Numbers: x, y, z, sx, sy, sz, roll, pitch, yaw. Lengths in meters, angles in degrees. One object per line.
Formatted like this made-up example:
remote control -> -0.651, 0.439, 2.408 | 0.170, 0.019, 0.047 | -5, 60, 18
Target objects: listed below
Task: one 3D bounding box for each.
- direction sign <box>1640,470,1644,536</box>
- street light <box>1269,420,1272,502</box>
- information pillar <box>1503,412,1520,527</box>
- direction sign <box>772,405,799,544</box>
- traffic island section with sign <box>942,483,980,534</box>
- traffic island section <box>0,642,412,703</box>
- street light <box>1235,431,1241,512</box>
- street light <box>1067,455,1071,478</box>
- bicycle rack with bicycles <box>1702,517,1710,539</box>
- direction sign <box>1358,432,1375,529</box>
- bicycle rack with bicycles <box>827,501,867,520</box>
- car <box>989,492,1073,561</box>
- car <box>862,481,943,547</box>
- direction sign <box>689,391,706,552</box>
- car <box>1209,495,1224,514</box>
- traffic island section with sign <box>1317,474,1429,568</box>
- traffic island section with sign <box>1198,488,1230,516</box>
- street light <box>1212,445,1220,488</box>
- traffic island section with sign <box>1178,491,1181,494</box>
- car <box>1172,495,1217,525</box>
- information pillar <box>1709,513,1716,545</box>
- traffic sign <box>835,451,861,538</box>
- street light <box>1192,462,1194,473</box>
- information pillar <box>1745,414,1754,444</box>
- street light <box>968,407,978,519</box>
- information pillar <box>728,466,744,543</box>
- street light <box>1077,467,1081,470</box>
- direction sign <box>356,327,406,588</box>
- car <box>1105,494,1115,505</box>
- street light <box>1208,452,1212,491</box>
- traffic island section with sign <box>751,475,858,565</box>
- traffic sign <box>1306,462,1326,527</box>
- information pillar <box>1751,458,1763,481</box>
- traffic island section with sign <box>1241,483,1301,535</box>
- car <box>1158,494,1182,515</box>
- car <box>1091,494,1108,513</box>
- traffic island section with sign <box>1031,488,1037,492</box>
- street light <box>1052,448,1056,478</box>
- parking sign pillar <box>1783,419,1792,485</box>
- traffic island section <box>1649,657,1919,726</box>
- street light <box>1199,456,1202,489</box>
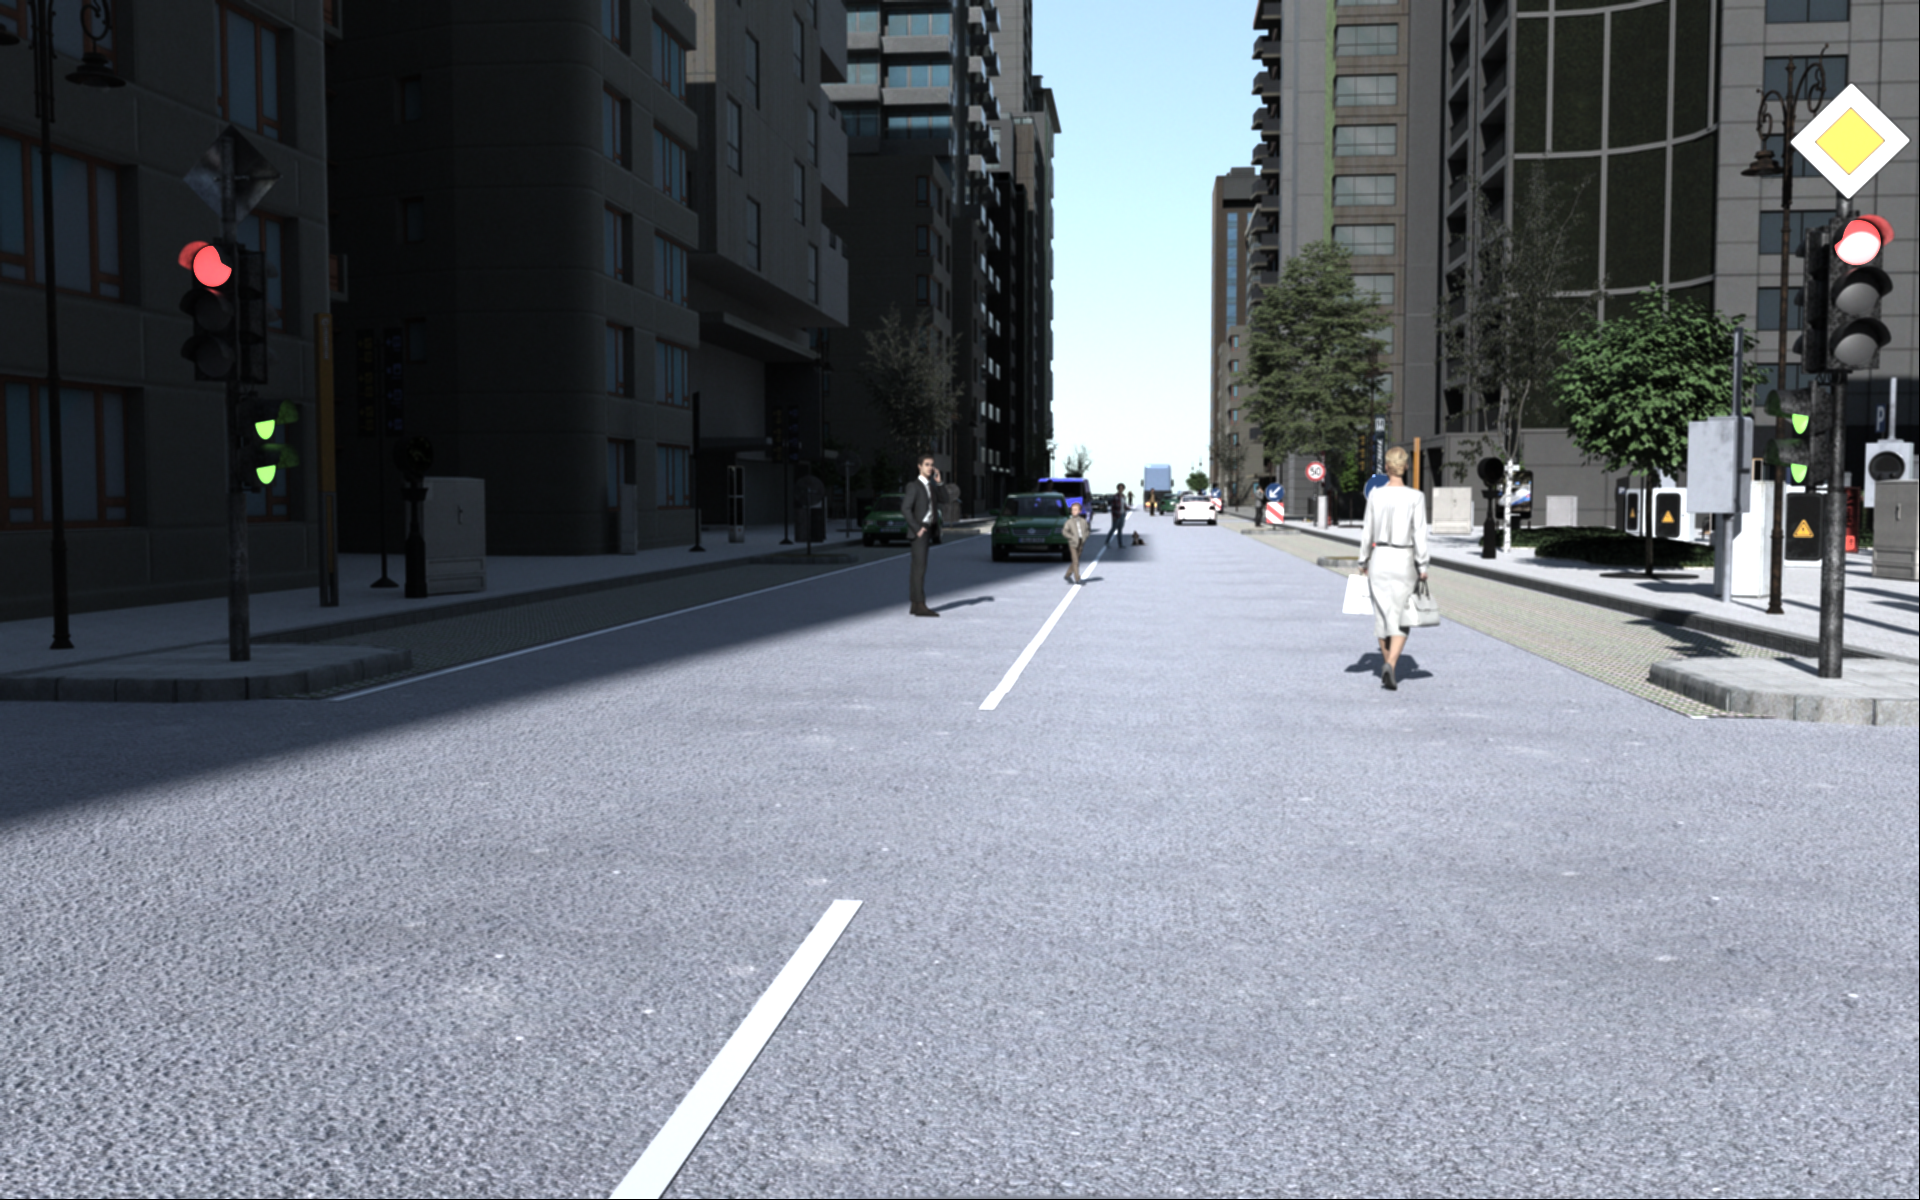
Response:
direction sign -> 18.938, -3.428, 48.052 | 0.379, 3.537, 0.876 | 3, 4, 36
street light -> 16.793, -7.386, 93.550 | 0.468, 5.910, 1.993 | 0, 4, 6
information pillar -> 15.706, -3.546, 49.332 | 0.183, 3.616, 0.504 | -2, 4, -31
direction sign -> -4.448, -3.196, 44.246 | 0.876, 3.537, 0.379 | 2, 4, 35
traffic island section with sign -> -0.302, -3.322, 62.939 | 1.989, 1.847, 2.006 | 0, 4, 6
traffic island section -> -5.567, 0.546, 13.356 | 2.009, 0.180, 2.903 | 0, 4, 6
street light -> 20.365, -9.446, 127.227 | 0.468, 5.910, 1.993 | 0, 4, 6
street light -> 12.922, -14.274, 206.162 | 0.468, 5.910, 1.993 | 0, 4, 6
bicycle rack with bicycles -> 22.606, -2.178, 48.990 | 2.925, 0.926, 2.852 | -2, 4, -24
direction sign -> 14.951, -4.382, 63.649 | 0.379, 3.537, 0.876 | -2, 4, -32
bicycle rack with bicycles -> -5.451, -4.558, 87.903 | 2.852, 0.926, 2.925 | -1, 4, -8
car -> 1.661, -1.803, 38.277 | 1.959, 1.807, 4.718 | 0, 4, 4
car -> -1.577, -2.417, 48.314 | 1.959, 1.807, 4.718 | 0, 4, 7
direction sign -> -5.885, -2.857, 38.704 | 0.379, 3.537, 0.876 | -1, 4, -16
car -> 17.793, -6.751, 122.961 | 1.945, 1.354, 3.894 | 0, 4, 6
traffic island section with sign -> 8.152, -1.576, 34.388 | 1.989, 1.847, 2.006 | 0, 4, 6
traffic island section with sign -> 16.285, -6.263, 111.030 | 1.989, 1.847, 2.006 | 0, 4, 6
street light -> 23.950, -11.506, 160.902 | 0.468, 5.910, 1.993 | 0, 4, 6
traffic island section with sign -> 27.918, -12.961, 220.536 | 1.989, 1.847, 2.006 | 0, 4, 6
car -> 10.946, -4.178, 80.676 | 2.083, 1.381, 4.827 | 0, 4, 5
information pillar -> 17.071, -2.105, 38.910 | 0.304, 2.012, 0.304 | -3, 5, -42
traffic sign -> -3.305, -3.106, 50.895 | 0.768, 2.556, 0.104 | 0, 4, 8
street light -> 32.851, -16.626, 244.618 | 0.468, 5.910, 1.993 | 0, 4, 6
information pillar -> 19.739, -3.189, 43.496 | 0.183, 3.616, 0.504 | 0, 4, -4
street light -> 0.678, -7.200, 90.509 | 0.468, 5.910, 1.993 | 0, 4, 6
information pillar -> -5.888, -2.512, 45.558 | 0.304, 2.012, 0.304 | -3, 5, -44
street light -> 16.477, -16.343, 239.993 | 0.468, 5.910, 1.993 | 0, 4, 6
direction sign -> -7.931, -1.943, 23.767 | 0.876, 3.537, 0.379 | 2, 4, 28
car -> 17.931, -12.073, 207.187 | 2.009, 1.686, 4.222 | 0, 4, 7
street light -> 25.517, -12.442, 176.217 | 0.468, 5.910, 1.993 | 0, 4, 6
traffic island section with sign -> -3.174, -1.671, 35.947 | 1.989, 1.847, 2.006 | 0, 4, 6
traffic sign -> 13.971, -4.158, 68.092 | 0.768, 2.556, 0.104 | 1, 4, 15
information pillar -> 16.373, -1.919, 35.874 | 0.304, 2.012, 0.304 | -2, 4, -29
traffic island section with sign -> 11.052, -3.248, 61.728 | 1.989, 1.847, 2.006 | 0, 4, 6
car -> 14.606, -6.536, 118.666 | 2.131, 1.459, 4.920 | 0, 4, 8
car -> 10.296, -7.450, 131.591 | 2.009, 1.686, 4.222 | 0, 4, 7
traffic island section with sign -> 4.964, -6.352, 112.479 | 1.989, 1.847, 2.006 | 0, 4, 6
street light -> 9.286, -12.214, 172.492 | 0.468, 5.910, 1.993 | 0, 4, 6
parking sign pillar -> 29.491, -4.421, 60.753 | 1.447, 3.967, 1.447 | 0, 4, 6
traffic island section -> 6.108, 0.622, 12.116 | 2.009, 0.180, 2.903 | 0, 4, 6
street light -> 29.134, -14.502, 209.889 | 0.468, 5.910, 1.993 | 0, 4, 6
